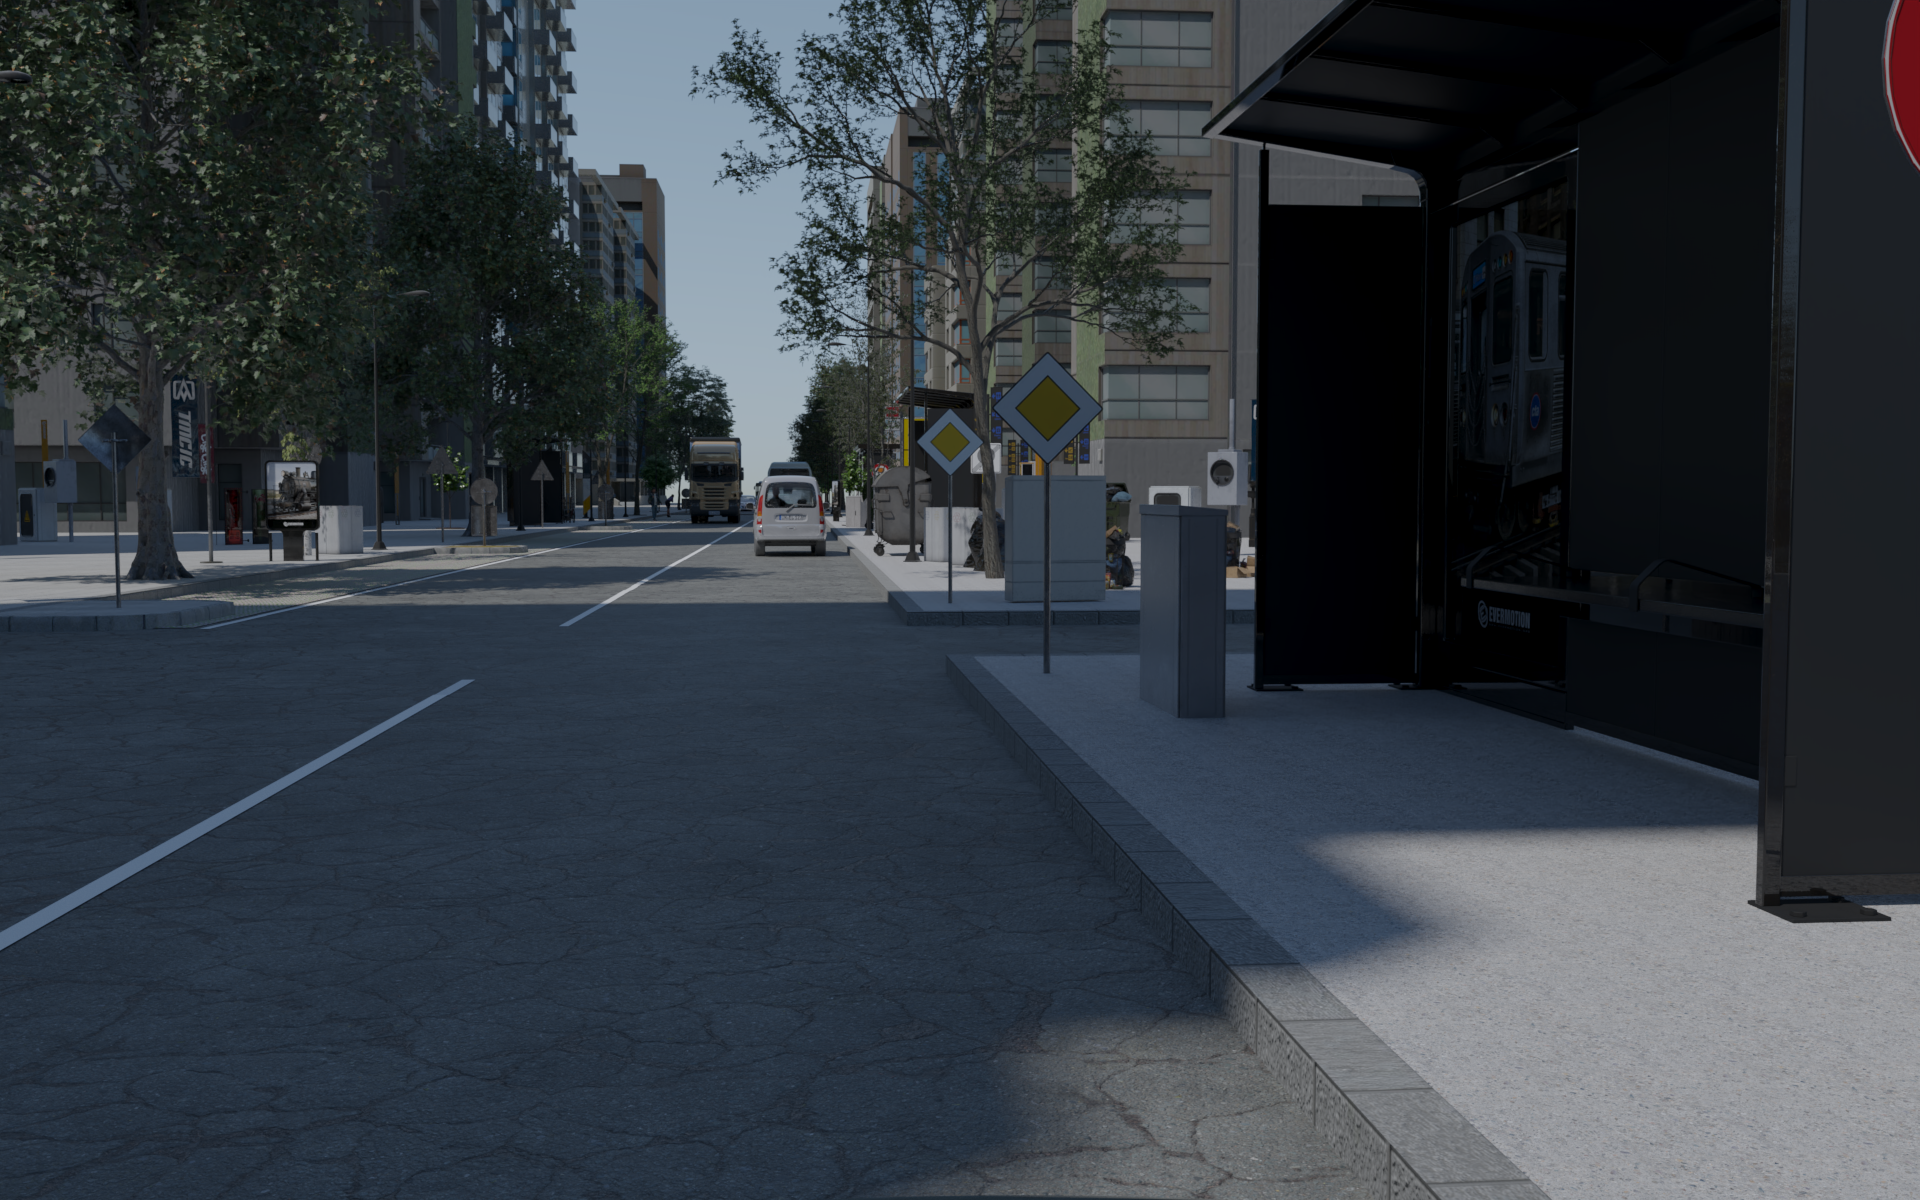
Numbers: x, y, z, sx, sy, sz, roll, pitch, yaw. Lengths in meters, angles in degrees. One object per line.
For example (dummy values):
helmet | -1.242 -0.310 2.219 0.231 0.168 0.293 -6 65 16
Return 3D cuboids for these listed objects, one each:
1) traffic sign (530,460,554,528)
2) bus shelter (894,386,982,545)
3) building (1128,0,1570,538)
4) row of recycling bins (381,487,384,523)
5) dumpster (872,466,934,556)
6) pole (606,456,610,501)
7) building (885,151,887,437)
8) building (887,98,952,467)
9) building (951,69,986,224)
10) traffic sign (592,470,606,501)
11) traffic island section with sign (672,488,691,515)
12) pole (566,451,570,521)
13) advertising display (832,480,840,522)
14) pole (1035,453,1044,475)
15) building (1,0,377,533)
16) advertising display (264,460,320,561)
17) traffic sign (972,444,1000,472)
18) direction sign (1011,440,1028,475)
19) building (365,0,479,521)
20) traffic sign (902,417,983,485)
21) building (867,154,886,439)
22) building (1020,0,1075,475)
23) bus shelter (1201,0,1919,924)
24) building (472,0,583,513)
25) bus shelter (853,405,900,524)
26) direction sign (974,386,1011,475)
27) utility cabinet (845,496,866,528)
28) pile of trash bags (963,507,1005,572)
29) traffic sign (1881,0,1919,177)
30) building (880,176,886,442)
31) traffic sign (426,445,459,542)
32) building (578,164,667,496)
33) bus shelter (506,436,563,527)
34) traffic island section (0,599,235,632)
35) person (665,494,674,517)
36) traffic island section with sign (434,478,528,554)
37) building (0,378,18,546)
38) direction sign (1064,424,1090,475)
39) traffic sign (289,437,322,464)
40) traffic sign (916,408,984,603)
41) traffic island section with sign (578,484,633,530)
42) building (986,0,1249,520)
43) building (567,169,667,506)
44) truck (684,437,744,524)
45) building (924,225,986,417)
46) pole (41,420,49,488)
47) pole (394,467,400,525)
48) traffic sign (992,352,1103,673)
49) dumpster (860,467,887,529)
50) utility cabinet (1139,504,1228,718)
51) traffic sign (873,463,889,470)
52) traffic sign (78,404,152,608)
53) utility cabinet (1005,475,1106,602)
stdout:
traffic sign | -15.853 -4.018 65.694 0.884 2.594 0.081 0 4 1
bus shelter | -0.538 -3.030 40.820 1.731 3.624 6.357 0 4 -5
building | 10.536 -22.808 56.501 14.154 41.232 14.086 0 4 -5
row of recycling bins | -25.918 -4.229 76.254 1.069 1.692 3.534 -1 4 -15
dumpster | -1.194 -1.871 36.349 1.264 1.857 1.865 0 4 -5
pole | -18.712 -6.007 92.060 0.158 3.312 0.155 0 3 0
building | -1.849 -34.315 211.154 14.600 45.320 14.200 0 4 -5
building | -0.342 -33.453 197.059 14.600 45.320 14.200 0 4 -5
building | 11.984 -28.195 152.873 32.217 40.220 23.993 0 4 -5
traffic sign | -19.404 -5.681 92.885 0.884 2.594 0.081 0 4 2
traffic island section with sign | -18.650 -6.707 118.288 1.989 1.847 2.006 0 4 -5
pole | -18.688 -5.423 82.509 0.158 3.312 0.155 0 3 0
advertising display | -5.779 -4.620 80.744 0.123 1.923 0.974 -1 4 -20
pole | 1.550 -2.407 33.199 0.158 3.312 0.155 0 3 0
building | -30.092 -17.781 62.413 14.160 30.474 14.107 0 4 -5
advertising display | -12.733 -1.703 33.054 0.974 1.923 0.123 0 4 -8
traffic sign | 0.526 -2.011 35.007 0.606 2.300 0.079 0 4 1
direction sign | 2.422 -4.906 72.202 0.876 3.537 0.379 -1 4 -11
building | -31.852 -24.494 84.072 14.154 41.232 14.086 0 4 -5
traffic sign | -0.390 -3.170 45.696 2.265 3.308 0.079 0 4 3
building | -1.960 -37.922 243.721 21.300 48.544 21.600 0 4 -5
building | 9.921 -19.435 89.471 14.160 30.474 14.107 0 4 -5
bus shelter | 2.693 -1.039 8.264 1.731 3.624 6.357 0 4 -5
building | -42.495 -31.656 137.179 23.786 49.044 30.456 0 4 -5
bus shelter | -3.545 -6.025 76.145 2.179 5.291 8.768 0 4 -5
direction sign | 0.595 -2.742 36.826 0.379 3.537 0.876 -3 5 -42
utility cabinet | -4.025 -3.407 66.863 0.306 1.237 1.020 -3 4 -37
pile of trash bags | 1.106 -1.176 28.978 1.912 1.369 3.447 0 4 -5
traffic sign | 2.269 -0.215 3.627 0.768 2.556 0.104 0 4 1
building | -3.445 -33.159 225.748 14.154 41.232 14.086 0 4 -5
traffic sign | -13.733 -2.808 45.920 0.884 2.594 0.081 0 4 4
building | -47.951 -35.983 238.427 14.600 45.320 14.200 0 4 -5
bus shelter | -17.355 -4.910 71.567 1.731 3.624 6.357 0 4 -5
traffic island section | -9.497 0.170 19.506 2.009 0.180 2.903 0 4 -5
person | -17.762 -5.767 106.021 0.421 1.427 0.697 2 4 34
traffic island section with sign | -11.597 -2.048 42.109 1.989 1.847 2.006 0 4 -5
building | -30.274 -21.508 35.245 14.154 41.232 14.086 0 4 -5
direction sign | 3.022 -3.234 44.872 0.379 3.537 0.876 -3 5 -45
traffic sign | -14.662 -2.366 38.786 0.768 2.556 0.104 0 4 2
traffic sign | -0.118 -1.018 20.289 0.795 2.450 0.064 0 4 -5
traffic island section with sign | -14.081 -3.689 68.950 1.989 1.847 2.006 0 4 -5
building | 8.362 -25.715 104.038 14.154 41.232 14.086 0 4 -5
building | -53.975 -32.233 218.885 32.217 40.220 23.993 0 4 -5
truck | -12.336 -6.043 87.710 2.839 4.237 11.283 0 4 -7
building | 12.214 -17.232 126.780 27.650 21.520 28.899 0 4 -5
pole | -25.101 -3.285 47.561 0.158 3.312 0.155 0 3 0
pole | -23.337 -4.766 71.769 0.158 3.312 0.155 0 3 0
traffic sign | 0.618 -0.532 12.338 0.795 2.450 0.064 0 4 -5
dumpster | -2.890 -3.750 63.813 1.502 2.255 1.985 0 4 -5
utility cabinet | 1.333 0.048 10.384 0.306 1.237 1.020 0 4 -7
traffic sign | -3.243 -4.352 71.264 0.768 2.556 0.104 0 4 4
traffic sign | -9.474 -0.967 19.447 0.795 2.450 0.064 0 4 -5
utility cabinet | 1.132 -0.730 20.619 1.173 1.500 0.318 -1 4 -17
